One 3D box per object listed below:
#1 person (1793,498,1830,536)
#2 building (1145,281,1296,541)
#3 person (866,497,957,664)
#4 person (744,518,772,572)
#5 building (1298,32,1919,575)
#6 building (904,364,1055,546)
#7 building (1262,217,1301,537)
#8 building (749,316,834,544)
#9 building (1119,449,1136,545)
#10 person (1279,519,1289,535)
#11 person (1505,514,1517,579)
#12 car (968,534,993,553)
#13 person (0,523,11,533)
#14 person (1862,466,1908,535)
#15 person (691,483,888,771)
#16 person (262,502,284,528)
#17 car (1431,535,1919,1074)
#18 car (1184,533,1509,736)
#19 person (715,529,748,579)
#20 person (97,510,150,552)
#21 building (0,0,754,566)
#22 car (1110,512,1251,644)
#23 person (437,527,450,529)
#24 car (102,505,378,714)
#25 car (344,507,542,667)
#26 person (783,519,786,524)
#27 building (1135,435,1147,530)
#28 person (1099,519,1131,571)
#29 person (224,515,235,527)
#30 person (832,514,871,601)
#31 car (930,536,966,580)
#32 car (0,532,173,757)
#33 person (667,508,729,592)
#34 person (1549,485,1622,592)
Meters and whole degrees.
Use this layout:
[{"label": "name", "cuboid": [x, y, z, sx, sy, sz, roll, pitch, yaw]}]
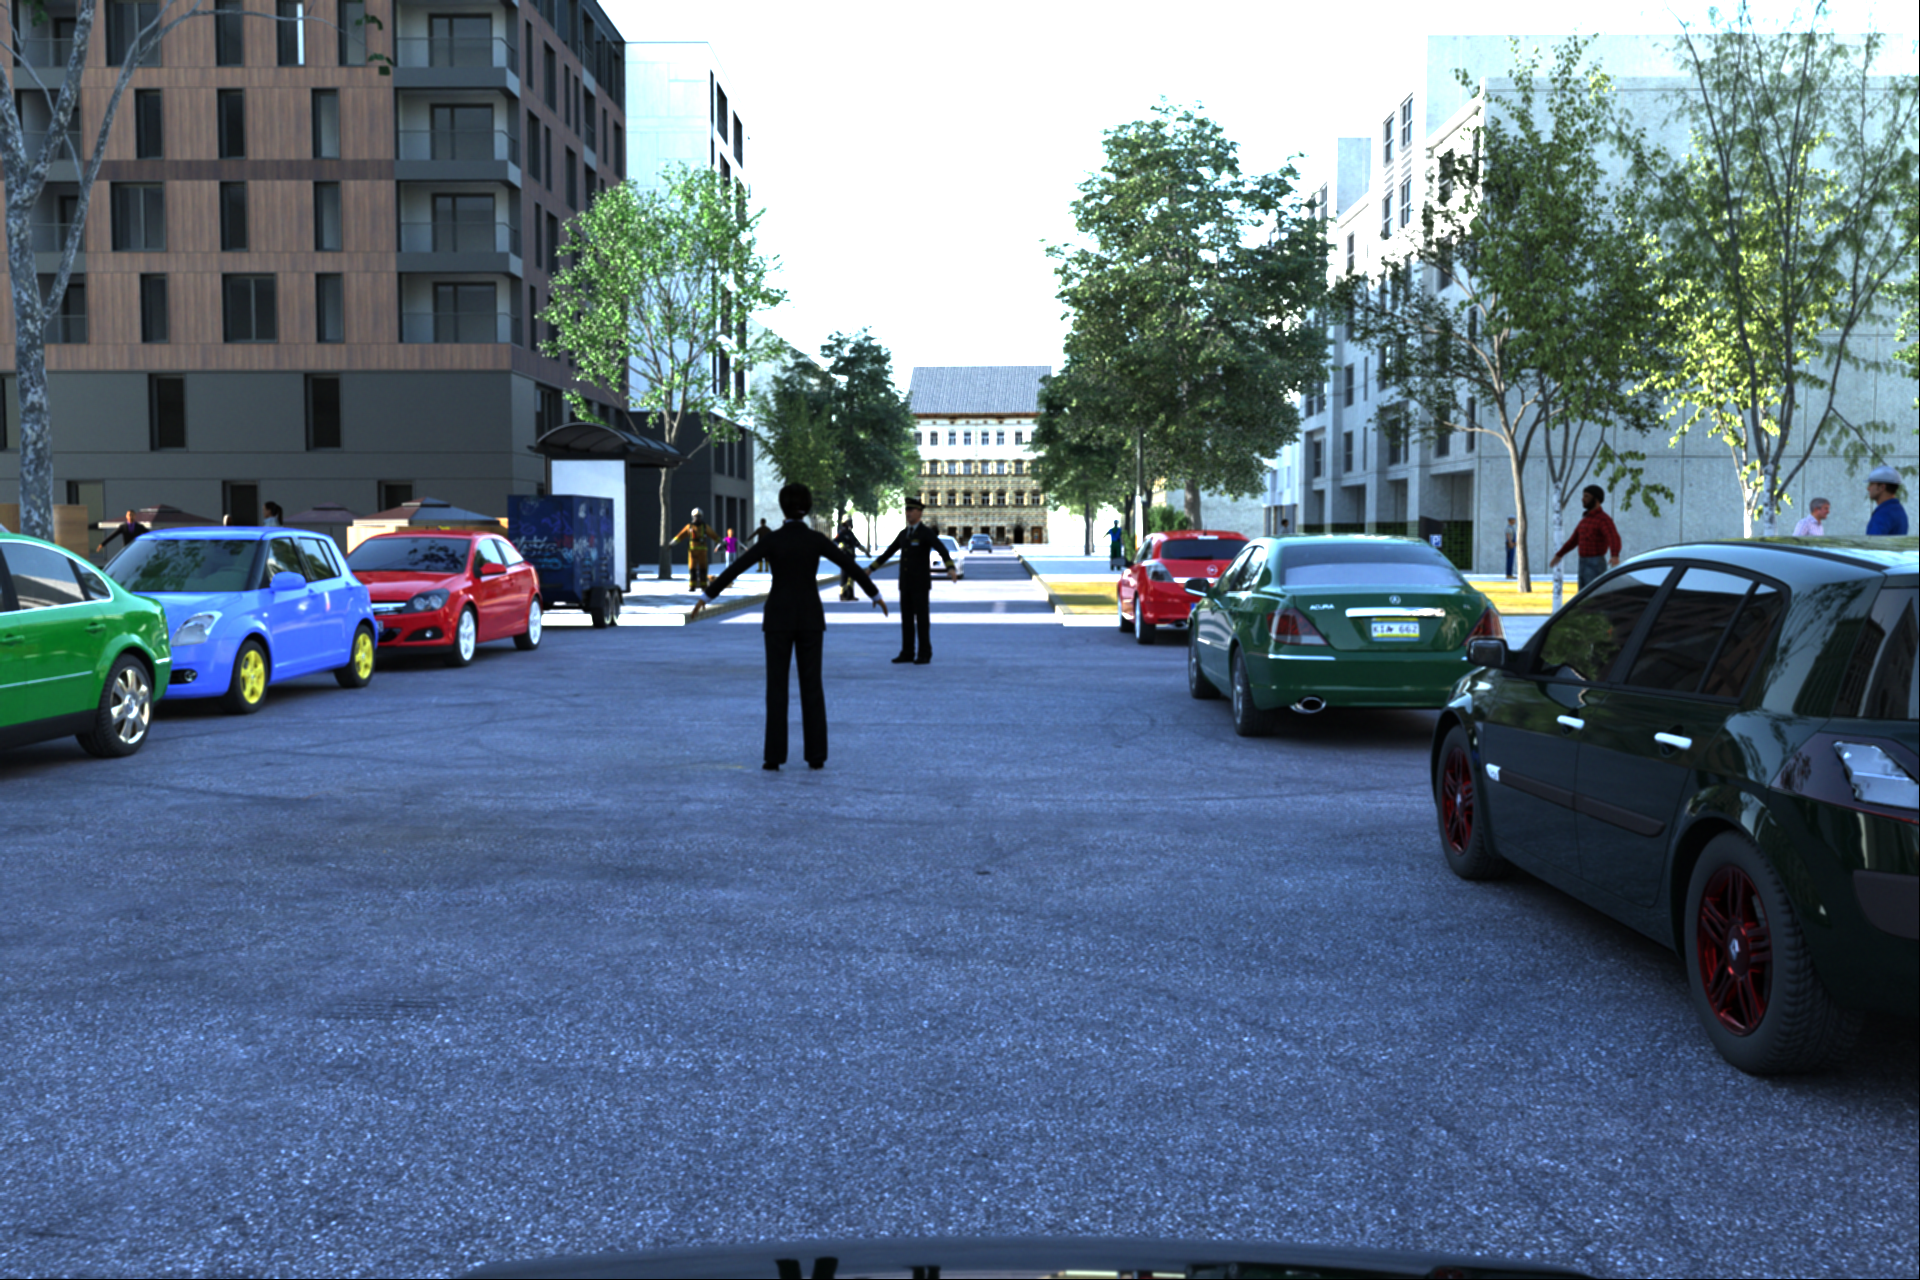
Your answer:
[{"label": "person", "cuboid": [10.078, -0.821, 20.413, 0.756, 1.711, 0.436, -2, 4, -32]}, {"label": "building", "cuboid": [26.148, -19.493, 149.634, 19.493, 23.208, 18.063, 0, 4, 1]}, {"label": "person", "cuboid": [-0.522, -0.661, 19.200, 1.347, 1.837, 0.705, 3, 5, 39]}, {"label": "person", "cuboid": [-6.638, -3.191, 58.308, 1.346, 1.812, 0.704, -2, 4, -35]}, {"label": "building", "cuboid": [24.960, -12.449, 69.994, 16.747, 18.905, 31.486, 0, 4, 1]}, {"label": "building", "cuboid": [2.922, -23.870, 223.664, 18.063, 23.208, 19.493, 0, 4, 5]}, {"label": "building", "cuboid": [23.592, -15.165, 104.376, 16.016, 20.090, 11.380, 0, 4, 2]}, {"label": "building", "cuboid": [-22.081, -20.233, 161.738, 19.493, 23.208, 18.063, 0, 4, 2]}, {"label": "building", "cuboid": [27.740, -22.123, 192.638, 19.493, 23.208, 18.063, 0, 4, 1]}, {"label": "person", "cuboid": [11.608, -3.398, 61.752, 0.705, 1.806, 1.347, 2, 4, 31]}, {"label": "person", "cuboid": [15.816, -2.678, 49.649, 0.705, 1.847, 1.347, 1, 4, 23]}, {"label": "car", "cuboid": [1.557, -7.312, 131.561, 2.014, 1.417, 4.499, 0, 4, 1]}, {"label": "person", "cuboid": [-10.589, -0.757, 18.845, 0.721, 1.778, 1.216, 2, 4, 35]}, {"label": "person", "cuboid": [7.586, -0.515, 14.308, 0.705, 1.842, 1.347, 3, 5, 40]}, {"label": "person", "cuboid": [-1.026, -0.085, 10.575, 1.216, 1.740, 0.721, -1, 4, -16]}, {"label": "person", "cuboid": [-9.633, -1.052, 24.033, 0.721, 1.735, 1.217, 0, 4, 2]}, {"label": "car", "cuboid": [2.907, 0.232, 5.986, 2.009, 1.686, 4.222, 0, 4, 0]}, {"label": "car", "cuboid": [2.900, -0.115, 13.672, 2.131, 1.459, 4.920, 0, 4, 1]}, {"label": "person", "cuboid": [-6.488, -2.444, 49.231, 0.991, 1.433, 0.599, -1, 4, -23]}, {"label": "person", "cuboid": [-17.965, -1.918, 37.586, 1.346, 1.802, 0.704, -1, 4, -21]}, {"label": "building", "cuboid": [-24.381, -13.835, 70.171, 27.936, 21.610, 32.646, 0, 4, 1]}, {"label": "car", "cuboid": [3.201, -0.915, 24.006, 2.155, 1.783, 4.494, 0, 4, 0]}, {"label": "person", "cuboid": [-12.371, -2.125, 41.212, 0.721, 1.772, 1.216, 2, 4, 27]}, {"label": "car", "cuboid": [-6.424, -0.325, 14.902, 1.945, 1.707, 3.694, 0, 4, 2]}, {"label": "car", "cuboid": [-6.164, -0.670, 19.992, 2.155, 1.783, 4.494, 0, 4, 1]}, {"label": "person", "cuboid": [-6.110, -3.329, 60.696, 1.348, 1.796, 0.705, 0, 4, 5]}, {"label": "building", "cuboid": [27.186, -20.666, 168.814, 19.493, 23.208, 18.063, 0, 4, 1]}, {"label": "person", "cuboid": [5.482, -3.340, 60.736, 1.347, 1.817, 0.704, 2, 4, 27]}, {"label": "person", "cuboid": [-20.233, -2.558, 47.953, 1.348, 1.813, 0.705, -3, 5, -42]}, {"label": "person", "cuboid": [-2.382, -1.761, 37.035, 0.705, 1.856, 1.354, 2, 4, 34]}, {"label": "car", "cuboid": [-0.827, -2.657, 55.809, 2.083, 1.381, 4.827, 0, 4, 1]}, {"label": "car", "cuboid": [-6.248, -0.062, 9.808, 1.959, 1.807, 4.718, 0, 4, 1]}, {"label": "person", "cuboid": [-5.792, -1.987, 38.260, 1.354, 1.858, 0.705, 0, 4, -5]}, {"label": "person", "cuboid": [6.868, -0.782, 18.901, 0.704, 1.816, 1.345, -1, 4, -9]}]
